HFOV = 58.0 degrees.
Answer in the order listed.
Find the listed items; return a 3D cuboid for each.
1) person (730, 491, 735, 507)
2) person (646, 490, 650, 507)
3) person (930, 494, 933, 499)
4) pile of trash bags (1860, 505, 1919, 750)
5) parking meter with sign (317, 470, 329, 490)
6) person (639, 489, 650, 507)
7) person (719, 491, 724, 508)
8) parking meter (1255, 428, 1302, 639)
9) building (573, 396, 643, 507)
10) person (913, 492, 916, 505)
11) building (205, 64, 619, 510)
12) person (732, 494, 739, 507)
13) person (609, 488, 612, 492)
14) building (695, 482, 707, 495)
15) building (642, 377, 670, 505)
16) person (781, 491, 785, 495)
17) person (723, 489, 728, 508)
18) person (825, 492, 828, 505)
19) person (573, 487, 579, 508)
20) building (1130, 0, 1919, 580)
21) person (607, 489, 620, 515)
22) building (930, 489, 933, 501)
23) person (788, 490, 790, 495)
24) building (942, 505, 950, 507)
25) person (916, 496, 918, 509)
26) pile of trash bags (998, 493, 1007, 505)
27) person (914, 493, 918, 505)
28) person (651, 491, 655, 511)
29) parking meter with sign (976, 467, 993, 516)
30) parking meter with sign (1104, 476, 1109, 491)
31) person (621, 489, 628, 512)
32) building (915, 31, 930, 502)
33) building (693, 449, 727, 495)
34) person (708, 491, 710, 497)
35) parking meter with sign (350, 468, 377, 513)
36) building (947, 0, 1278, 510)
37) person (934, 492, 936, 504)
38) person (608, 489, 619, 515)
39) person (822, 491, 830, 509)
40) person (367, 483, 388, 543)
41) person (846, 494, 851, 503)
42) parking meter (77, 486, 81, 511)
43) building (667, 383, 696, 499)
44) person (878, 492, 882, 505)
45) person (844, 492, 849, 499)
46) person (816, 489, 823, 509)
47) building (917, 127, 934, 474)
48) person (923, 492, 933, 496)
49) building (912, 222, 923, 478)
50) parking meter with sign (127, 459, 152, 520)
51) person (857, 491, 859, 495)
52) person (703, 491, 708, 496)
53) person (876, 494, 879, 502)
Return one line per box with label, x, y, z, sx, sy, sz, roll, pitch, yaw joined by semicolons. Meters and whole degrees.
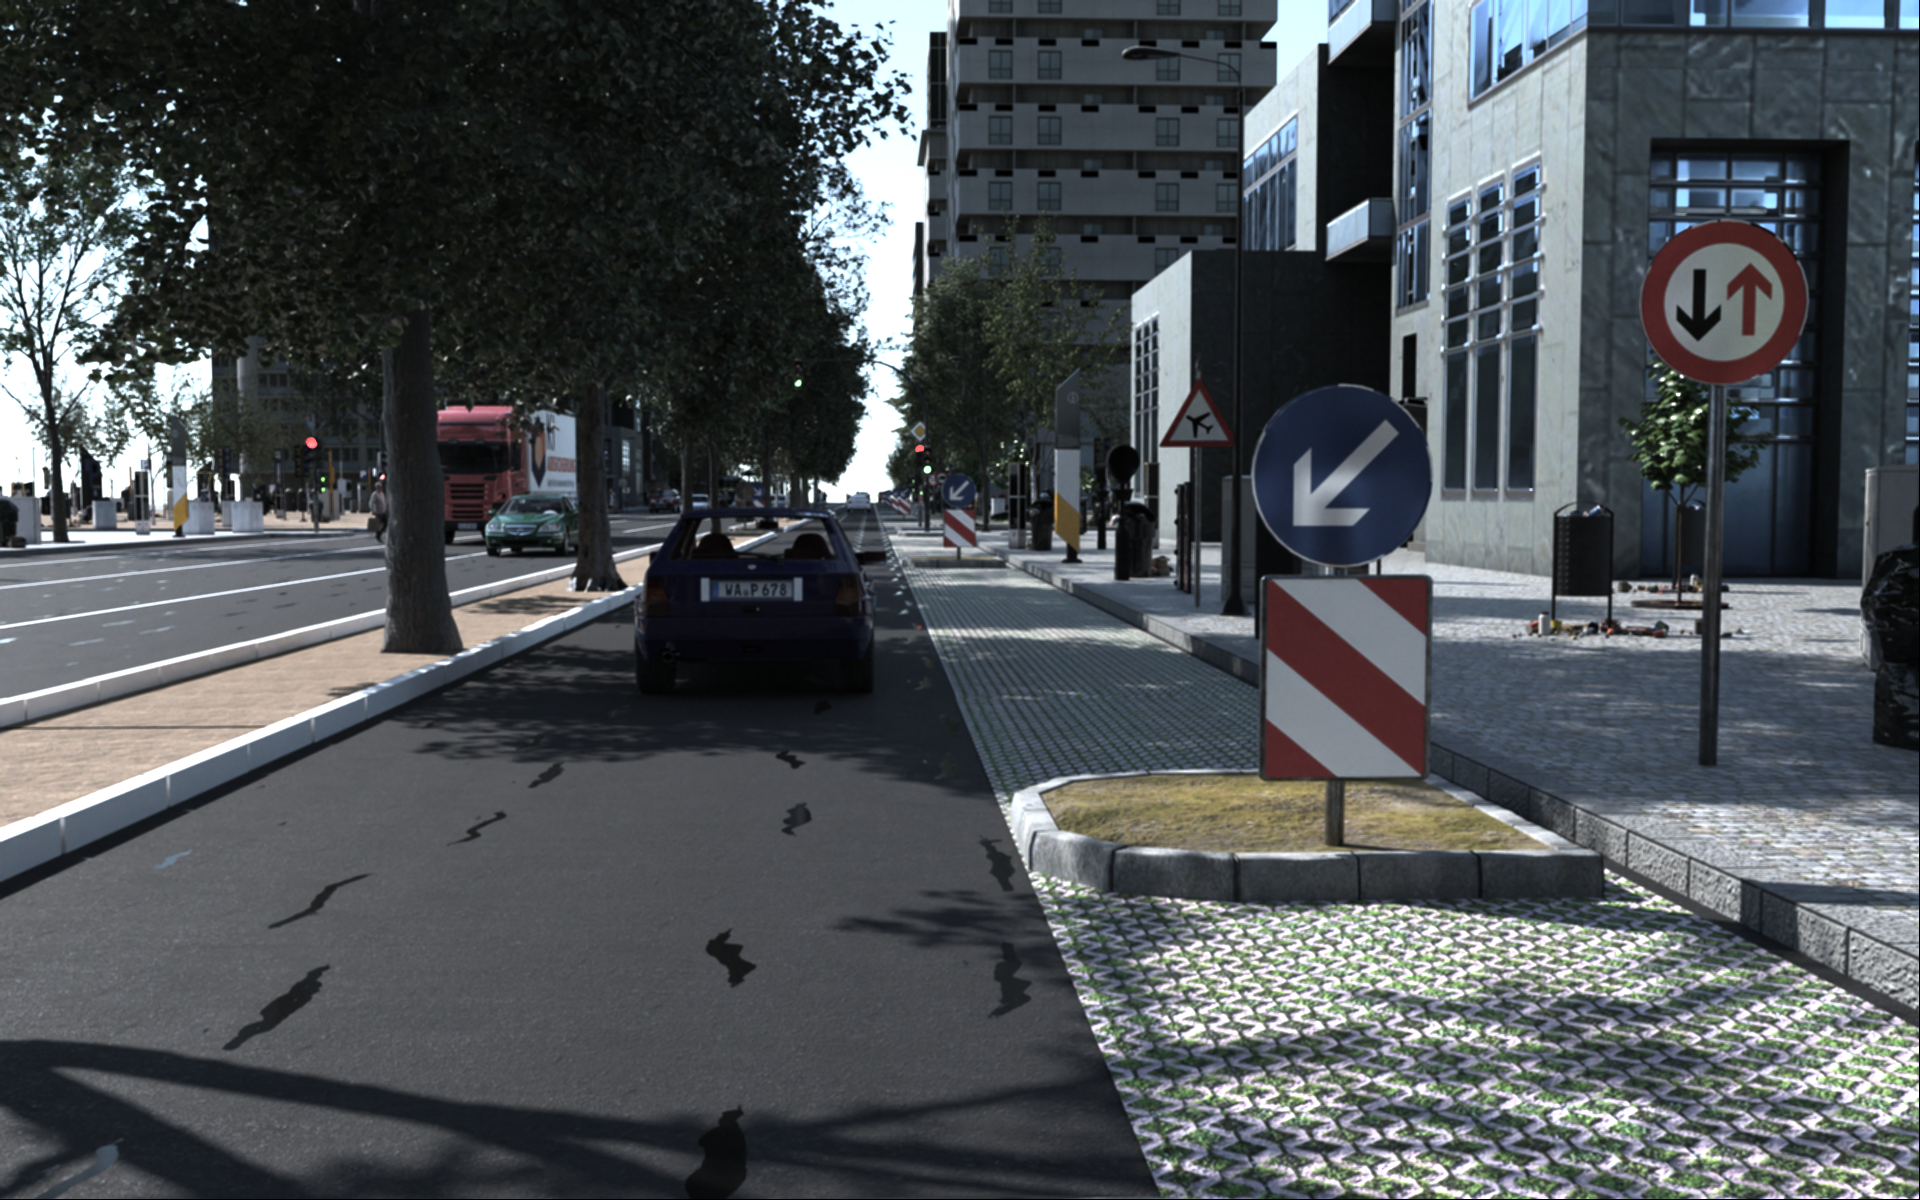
person;-22.799;-10.072;173.622;0.568;1.767;0.683;-1;4;-13
person;-31.909;-10.409;177.164;0.436;1.711;0.756;3;5;40
person;-2.677;-8.674;147.957;0.705;1.812;1.348;-2;4;-27
pile of trash bags;5.631;0.055;8.854;1.912;1.369;3.447;1;4;11
parking meter with sign;-44.892;-7.704;122.218;1.738;3.016;0.543;3;5;41
person;-31.720;-10.252;174.192;1.217;1.766;0.721;-2;4;-33
person;-20.641;-8.600;149.903;1.217;1.735;0.721;-2;4;-33
parking meter;2.830;-0.586;15.295;0.399;1.863;0.255;2;4;28
building;-44.224;-52.908;177.714;22.319;86.520;31.000;0;4;-3
person;-5.477;-12.425;209.747;0.434;1.755;0.990;1;4;9
building;-47.306;-28.097;151.264;32.217;40.220;23.993;0;4;-3
person;-17.581;-7.806;136.487;0.624;1.780;0.694;2;4;35
person;-29.848;-8.688;148.233;0.705;1.807;1.348;-1;4;-14
building;-53.590;-34.245;251.786;32.217;40.220;23.993;0;4;-3
building;-41.888;-31.691;201.746;14.154;41.232;14.086;0;4;-3
person;-22.380;-12.823;217.781;1.348;1.869;0.705;-1;4;-16
person;-18.318;-7.749;135.380;0.473;1.802;0.592;0;4;5
person;-18.104;-13.672;232.550;1.217;1.766;0.721;-3;5;-44
person;-19.129;-4.746;86.356;0.793;1.790;0.793;-1;4;-20
building;17.499;-44.426;39.036;22.319;86.520;31.000;0;4;-3
person;-24.344;-6.884;121.268;0.699;1.804;1.509;-2;4;-24
building;12.470;-31.283;203.363;32.217;40.220;23.993;0;4;-3
person;-17.137;-10.140;174.294;1.348;1.822;0.705;1;4;13
building;7.783;-45.360;179.888;20.563;71.187;20.611;0;4;-3
person;-3.591;-8.807;153.271;0.697;1.427;0.421;-3;5;-43
pile of trash bags;4.370;-6.829;121.410;3.447;1.369;1.912;0;4;-7
person;-5.064;-11.852;200.746;0.530;1.710;0.541;-3;4;-36
person;-26.066;-8.467;147.718;0.721;1.735;1.217;-3;4;-38
parking meter with sign;1.380;-6.468;102.012;0.543;3.016;1.738;-1;4;-21
parking meter with sign;10.157;-7.708;122.291;0.543;3.016;1.738;0;3;0
person;-26.012;-7.709;134.564;0.654;1.822;0.581;0;4;6
building;3.139;-50.761;268.190;20.563;71.187;20.611;0;4;-3
building;-48.602;-39.809;274.572;21.300;48.544;21.600;0;4;-3
person;-24.282;-9.685;167.536;0.721;1.739;1.217;1;4;11
parking meter with sign;-40.185;-7.364;116.663;1.738;3.016;0.543;-3;5;-39
building;12.748;-34.668;156.059;28.713;52.752;27.495;0;4;-3
person;-1.982;-8.383;144.029;0.541;1.710;0.530;2;4;33
person;-23.968;-6.805;119.862;0.778;1.811;0.616;0;4;1
person;-13.164;-9.658;167.135;1.217;1.735;0.721;0;4;3
person;-17.120;-2.559;50.830;0.515;1.767;0.782;1;4;15
person;-9.747;-8.578;151.981;0.421;1.427;0.697;-2;4;-23
parking meter;-67.136;-7.714;131.840;0.255;1.863;0.399;1;4;9
building;-43.343;-35.655;233.070;14.600;45.320;14.200;0;4;-3
person;-9.159;-11.644;199.670;0.721;1.735;1.217;1;4;14
person;-19.276;-17.531;295.068;0.705;1.831;1.348;-3;4;-38
person;-10.973;-7.727;134.926;0.616;1.811;0.778;-3;4;-38
building;8.614;-40.092;244.746;28.713;52.752;27.495;0;4;-3
person;-3.145;-10.105;171.277;1.348;1.823;0.705;1;4;16
building;2.915;-40.796;290.709;21.300;48.544;21.600;0;4;-3
parking meter with sign;-40.278;-5.426;84.980;0.543;3.016;1.738;0;4;-1
person;-11.696;-11.430;195.906;0.750;1.759;0.617;0;4;8
person;-26.579;-10.482;180.393;1.217;1.766;0.721;1;4;17
person;-13.183;-16.678;281.279;1.348;1.812;0.705;3;5;44
